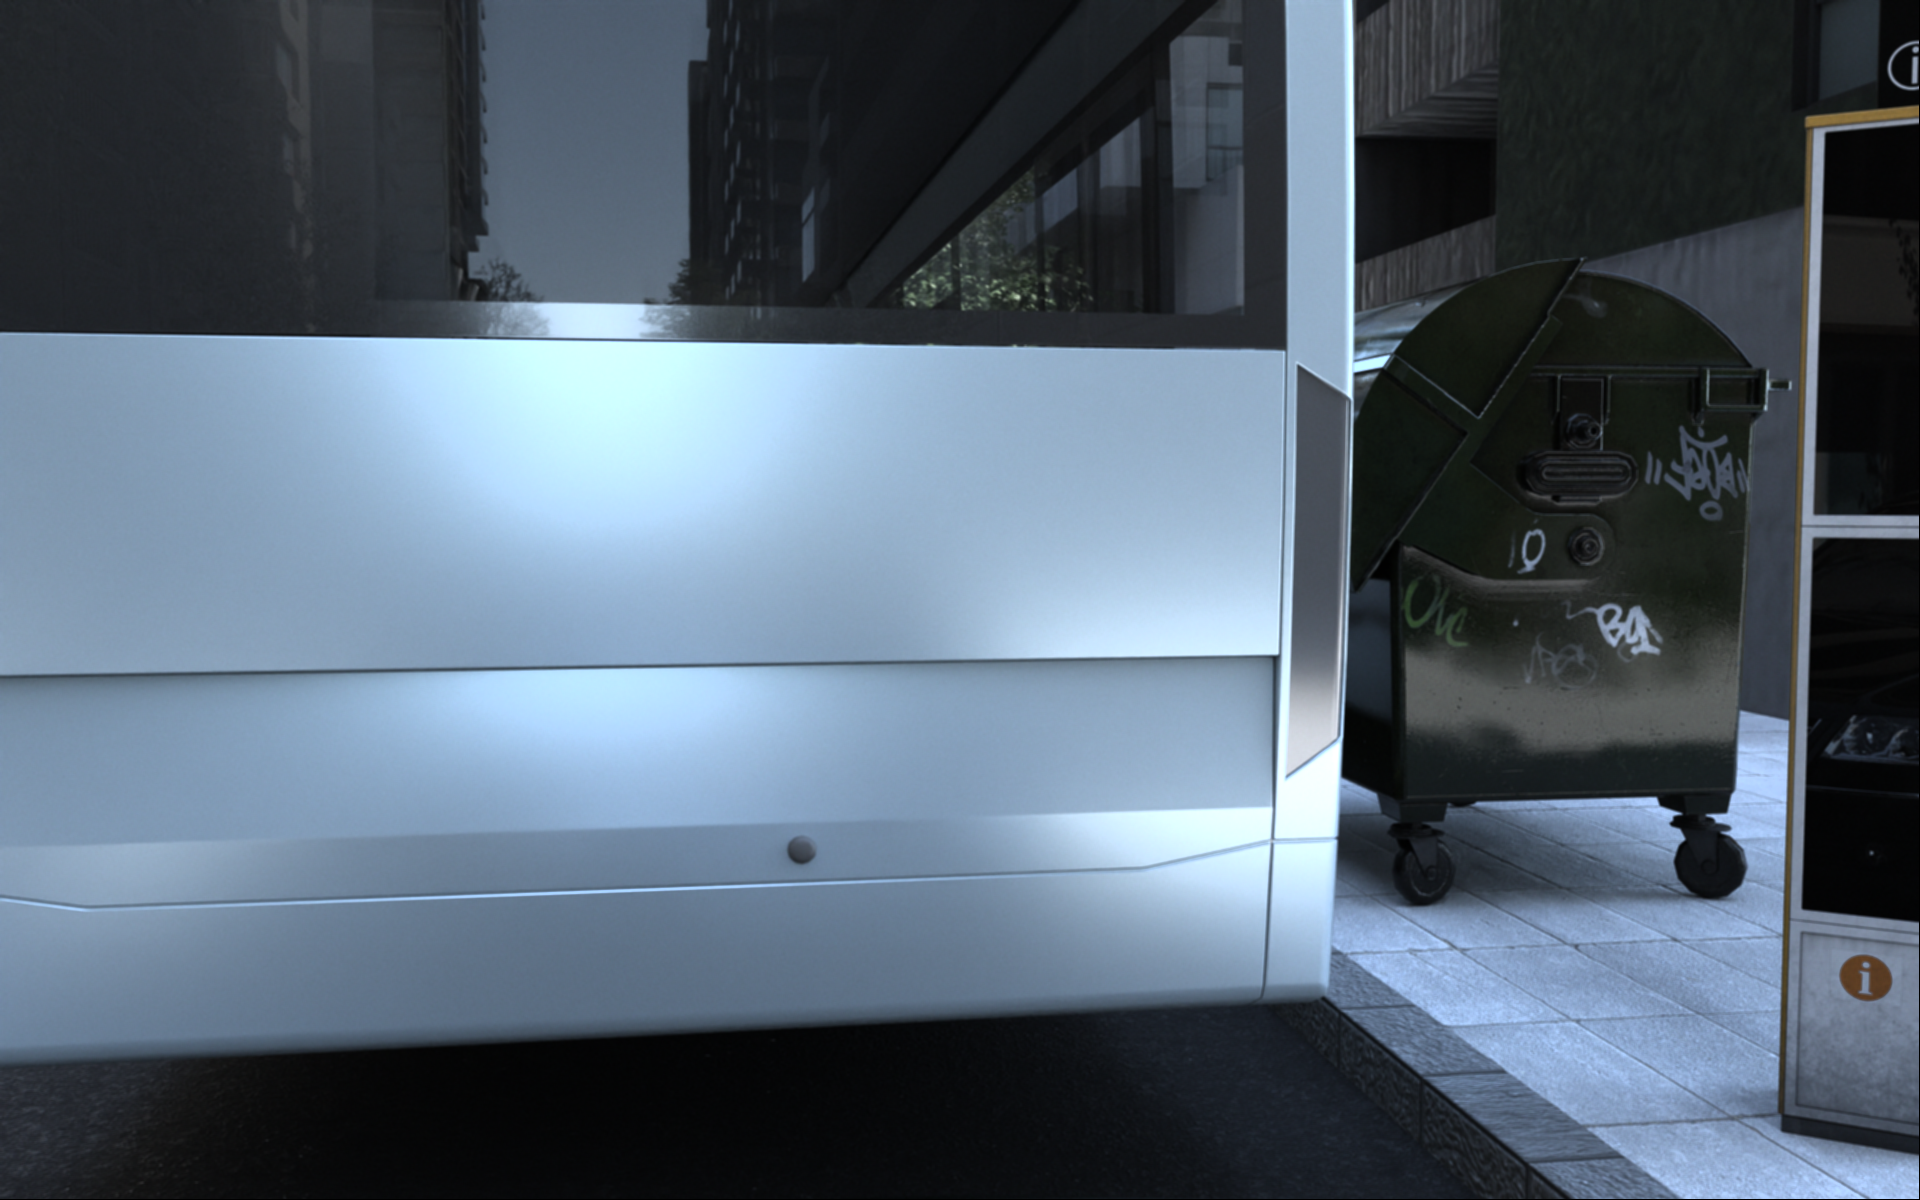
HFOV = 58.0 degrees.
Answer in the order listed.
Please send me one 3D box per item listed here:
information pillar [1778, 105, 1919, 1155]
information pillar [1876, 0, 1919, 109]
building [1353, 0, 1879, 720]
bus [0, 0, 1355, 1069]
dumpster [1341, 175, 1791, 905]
[{"bbox_3d":[1.845,0.062,3.473,0.304,2.012,0.304,2,4,30],"label":"information pillar"},{"bbox_3d":[4.056,-0.973,7.266,0.504,3.616,0.183,2,4,25],"label":"information pillar"},{"bbox_3d":[10.785,-14.927,15.752,14.160,30.474,14.107,-1,4,-8],"label":"building"},{"bbox_3d":[-1.644,-0.891,9.429,2.948,3.499,13.247,-1,4,-10],"label":"bus"},{"bbox_3d":[1.743,-0.225,6.180,1.502,2.255,1.985,-1,4,-8],"label":"dumpster"}]
